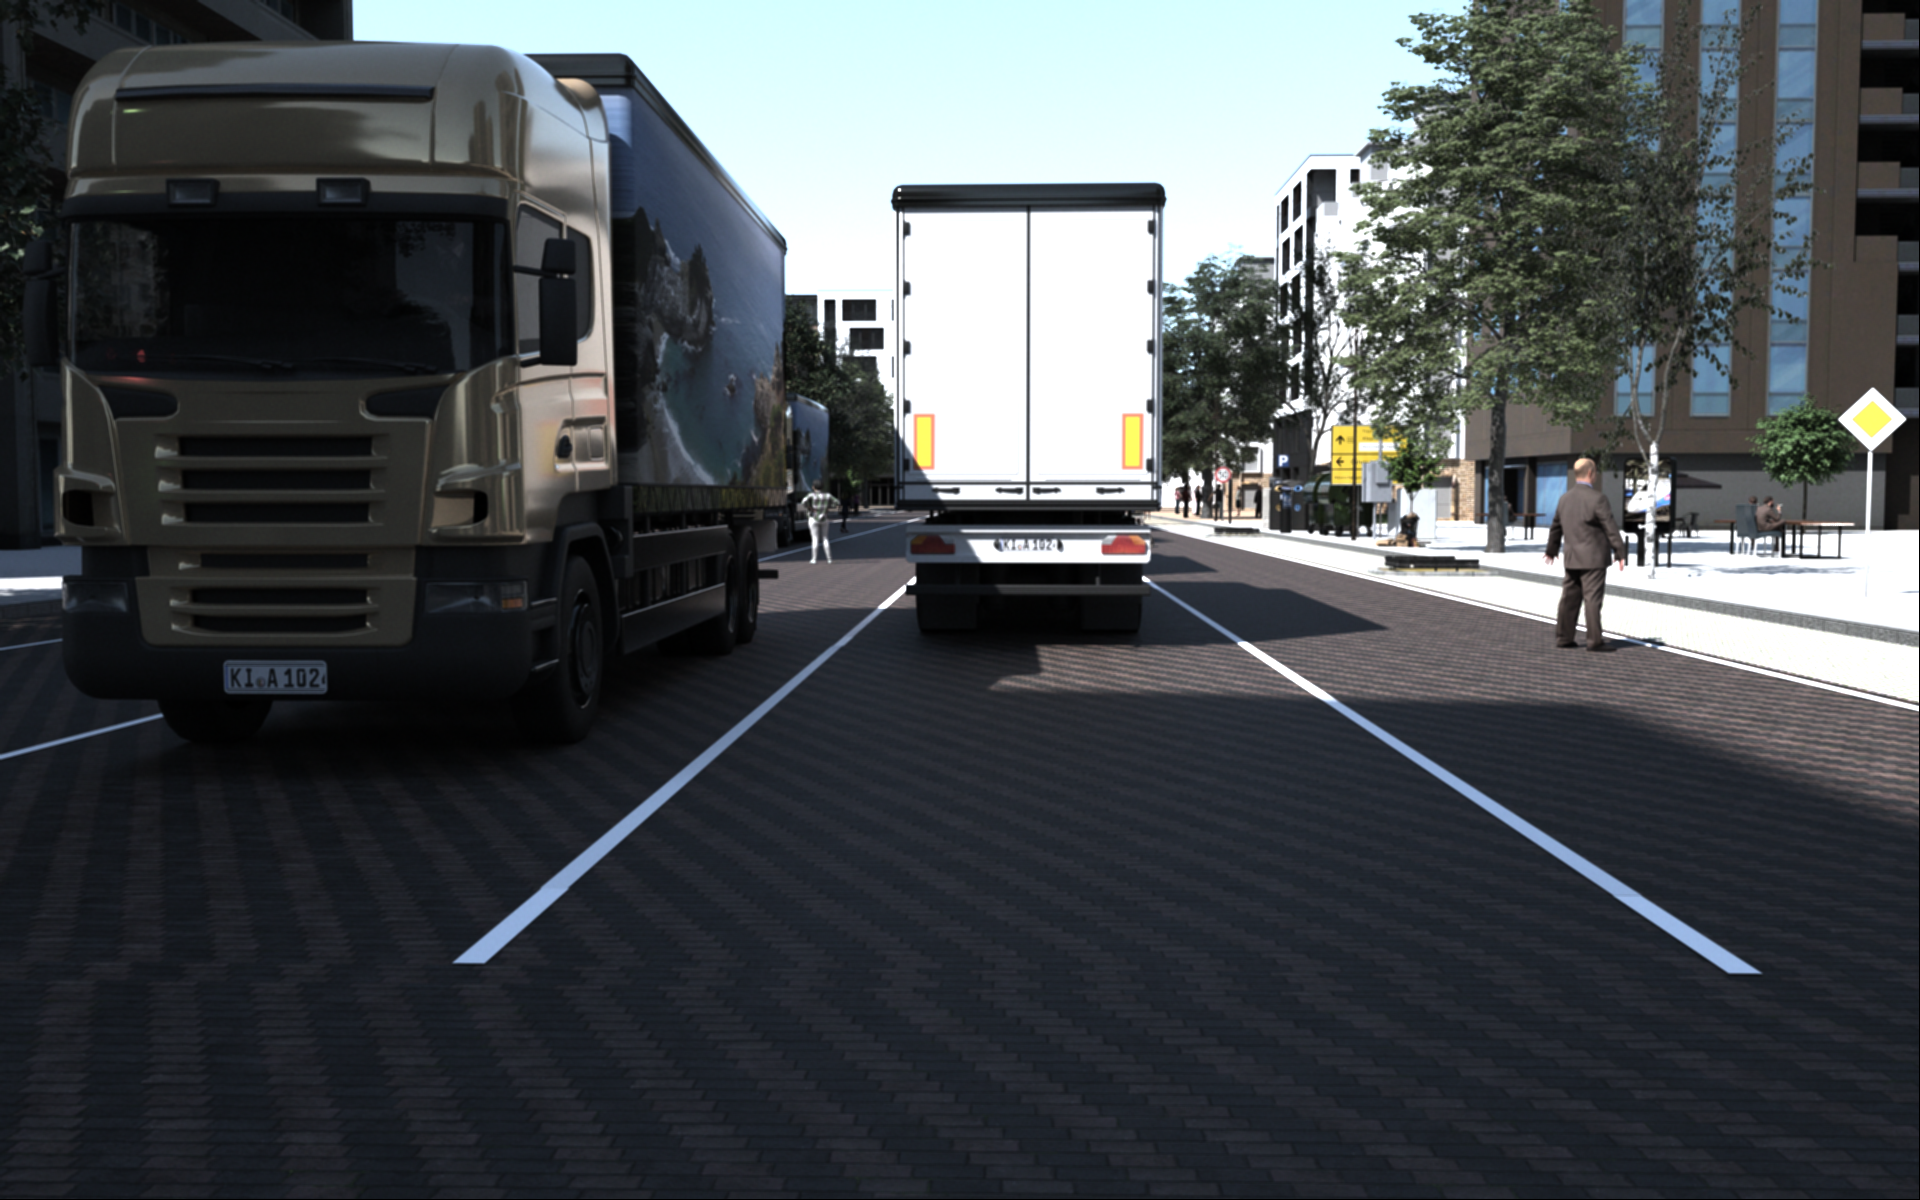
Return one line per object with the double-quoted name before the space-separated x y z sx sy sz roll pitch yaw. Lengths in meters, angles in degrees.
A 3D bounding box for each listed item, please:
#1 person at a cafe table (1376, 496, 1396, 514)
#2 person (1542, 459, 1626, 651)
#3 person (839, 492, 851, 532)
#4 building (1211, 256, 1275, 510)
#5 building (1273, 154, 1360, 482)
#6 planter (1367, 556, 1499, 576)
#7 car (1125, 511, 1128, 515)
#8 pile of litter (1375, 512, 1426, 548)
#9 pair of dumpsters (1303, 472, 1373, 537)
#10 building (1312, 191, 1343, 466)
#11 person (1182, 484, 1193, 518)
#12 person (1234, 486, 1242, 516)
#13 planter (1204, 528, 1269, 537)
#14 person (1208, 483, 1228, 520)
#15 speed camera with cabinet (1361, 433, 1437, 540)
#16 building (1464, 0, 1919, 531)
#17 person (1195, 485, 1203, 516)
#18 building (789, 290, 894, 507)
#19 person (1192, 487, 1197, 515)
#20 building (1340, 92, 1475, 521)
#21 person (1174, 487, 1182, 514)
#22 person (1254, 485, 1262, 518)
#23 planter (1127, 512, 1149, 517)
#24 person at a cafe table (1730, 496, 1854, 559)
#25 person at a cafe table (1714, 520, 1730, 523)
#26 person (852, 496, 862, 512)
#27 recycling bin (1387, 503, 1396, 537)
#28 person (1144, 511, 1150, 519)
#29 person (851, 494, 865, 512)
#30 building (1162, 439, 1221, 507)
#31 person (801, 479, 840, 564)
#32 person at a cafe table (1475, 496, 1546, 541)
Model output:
"person at a cafe table" 19.605 -4.148 78.681 1.698 1.238 1.726 1 4 12
"person" 5.778 -0.424 15.982 0.434 1.755 0.990 -1 4 -21
"person" -4.308 -3.279 64.661 0.480 1.512 0.613 0 4 4
"building" 28.963 -17.553 143.408 16.016 20.091 11.380 0 4 2
"building" 35.456 -16.902 120.319 27.936 21.610 32.646 0 4 2
"planter" 8.354 -0.598 30.920 1.991 0.319 1.994 0 4 2
"car" 6.011 -3.996 74.001 2.281 1.827 5.304 0 4 1
"pile of litter" 10.742 -1.731 42.264 1.176 0.858 1.719 0 4 6
"pair of dumpsters" 11.727 -3.117 53.454 1.574 2.255 4.437 0 4 2
"building" 28.534 -14.812 98.599 16.016 20.091 11.380 0 4 2
"person" 12.146 -5.306 92.761 0.705 1.831 1.348 -1 4 -14
"person" 16.259 -5.799 101.640 0.721 1.735 1.217 1 4 21
"planter" 9.197 -2.245 57.850 1.991 0.319 1.994 0 4 2
"person" 13.084 -4.974 87.386 1.348 1.822 0.705 3 4 37
"speed camera with cabinet" 12.251 -3.299 48.281 2.038 3.252 0.660 -1 4 -14
"building" 28.328 -25.426 65.833 14.600 45.320 14.200 0 4 2
"person" 13.922 -5.802 100.928 0.705 1.821 1.348 2 4 28
"building" -16.000 -21.034 187.886 32.646 21.610 27.936 0 4 2
"person" 14.201 -5.958 104.117 0.551 1.740 0.621 1 4 10
"building" 28.504 -14.117 87.236 16.016 20.091 11.380 0 4 2
"person" 14.108 -6.422 111.768 0.721 1.743 1.217 -2 4 -25
"person" 16.125 -5.292 93.118 0.434 1.755 0.990 -1 4 -22
"planter" 10.797 -5.351 108.624 1.991 0.319 1.994 0 4 2
"person at a cafe table" 16.645 -1.456 34.659 1.726 1.238 1.698 0 4 6
"person at a cafe table" 16.762 -1.560 36.372 1.698 1.238 1.726 3 5 41
"person" -6.780 -6.415 113.382 0.705 1.824 1.348 1 4 23
"recycling bin" 13.176 -2.377 51.414 0.722 1.027 0.722 3 5 43
"person" 10.569 -5.422 97.938 1.217 1.735 0.721 1 4 21
"person" -6.634 -6.261 111.542 1.217 1.739 0.721 -3 5 -41
"building" 14.042 -14.407 177.703 28.070 9.664 9.099 0 4 2
"person" -2.899 -1.619 35.686 0.841 1.734 0.376 -1 4 -21
"person at a cafe table" 15.241 -2.285 48.224 1.698 1.238 1.726 2 4 31
